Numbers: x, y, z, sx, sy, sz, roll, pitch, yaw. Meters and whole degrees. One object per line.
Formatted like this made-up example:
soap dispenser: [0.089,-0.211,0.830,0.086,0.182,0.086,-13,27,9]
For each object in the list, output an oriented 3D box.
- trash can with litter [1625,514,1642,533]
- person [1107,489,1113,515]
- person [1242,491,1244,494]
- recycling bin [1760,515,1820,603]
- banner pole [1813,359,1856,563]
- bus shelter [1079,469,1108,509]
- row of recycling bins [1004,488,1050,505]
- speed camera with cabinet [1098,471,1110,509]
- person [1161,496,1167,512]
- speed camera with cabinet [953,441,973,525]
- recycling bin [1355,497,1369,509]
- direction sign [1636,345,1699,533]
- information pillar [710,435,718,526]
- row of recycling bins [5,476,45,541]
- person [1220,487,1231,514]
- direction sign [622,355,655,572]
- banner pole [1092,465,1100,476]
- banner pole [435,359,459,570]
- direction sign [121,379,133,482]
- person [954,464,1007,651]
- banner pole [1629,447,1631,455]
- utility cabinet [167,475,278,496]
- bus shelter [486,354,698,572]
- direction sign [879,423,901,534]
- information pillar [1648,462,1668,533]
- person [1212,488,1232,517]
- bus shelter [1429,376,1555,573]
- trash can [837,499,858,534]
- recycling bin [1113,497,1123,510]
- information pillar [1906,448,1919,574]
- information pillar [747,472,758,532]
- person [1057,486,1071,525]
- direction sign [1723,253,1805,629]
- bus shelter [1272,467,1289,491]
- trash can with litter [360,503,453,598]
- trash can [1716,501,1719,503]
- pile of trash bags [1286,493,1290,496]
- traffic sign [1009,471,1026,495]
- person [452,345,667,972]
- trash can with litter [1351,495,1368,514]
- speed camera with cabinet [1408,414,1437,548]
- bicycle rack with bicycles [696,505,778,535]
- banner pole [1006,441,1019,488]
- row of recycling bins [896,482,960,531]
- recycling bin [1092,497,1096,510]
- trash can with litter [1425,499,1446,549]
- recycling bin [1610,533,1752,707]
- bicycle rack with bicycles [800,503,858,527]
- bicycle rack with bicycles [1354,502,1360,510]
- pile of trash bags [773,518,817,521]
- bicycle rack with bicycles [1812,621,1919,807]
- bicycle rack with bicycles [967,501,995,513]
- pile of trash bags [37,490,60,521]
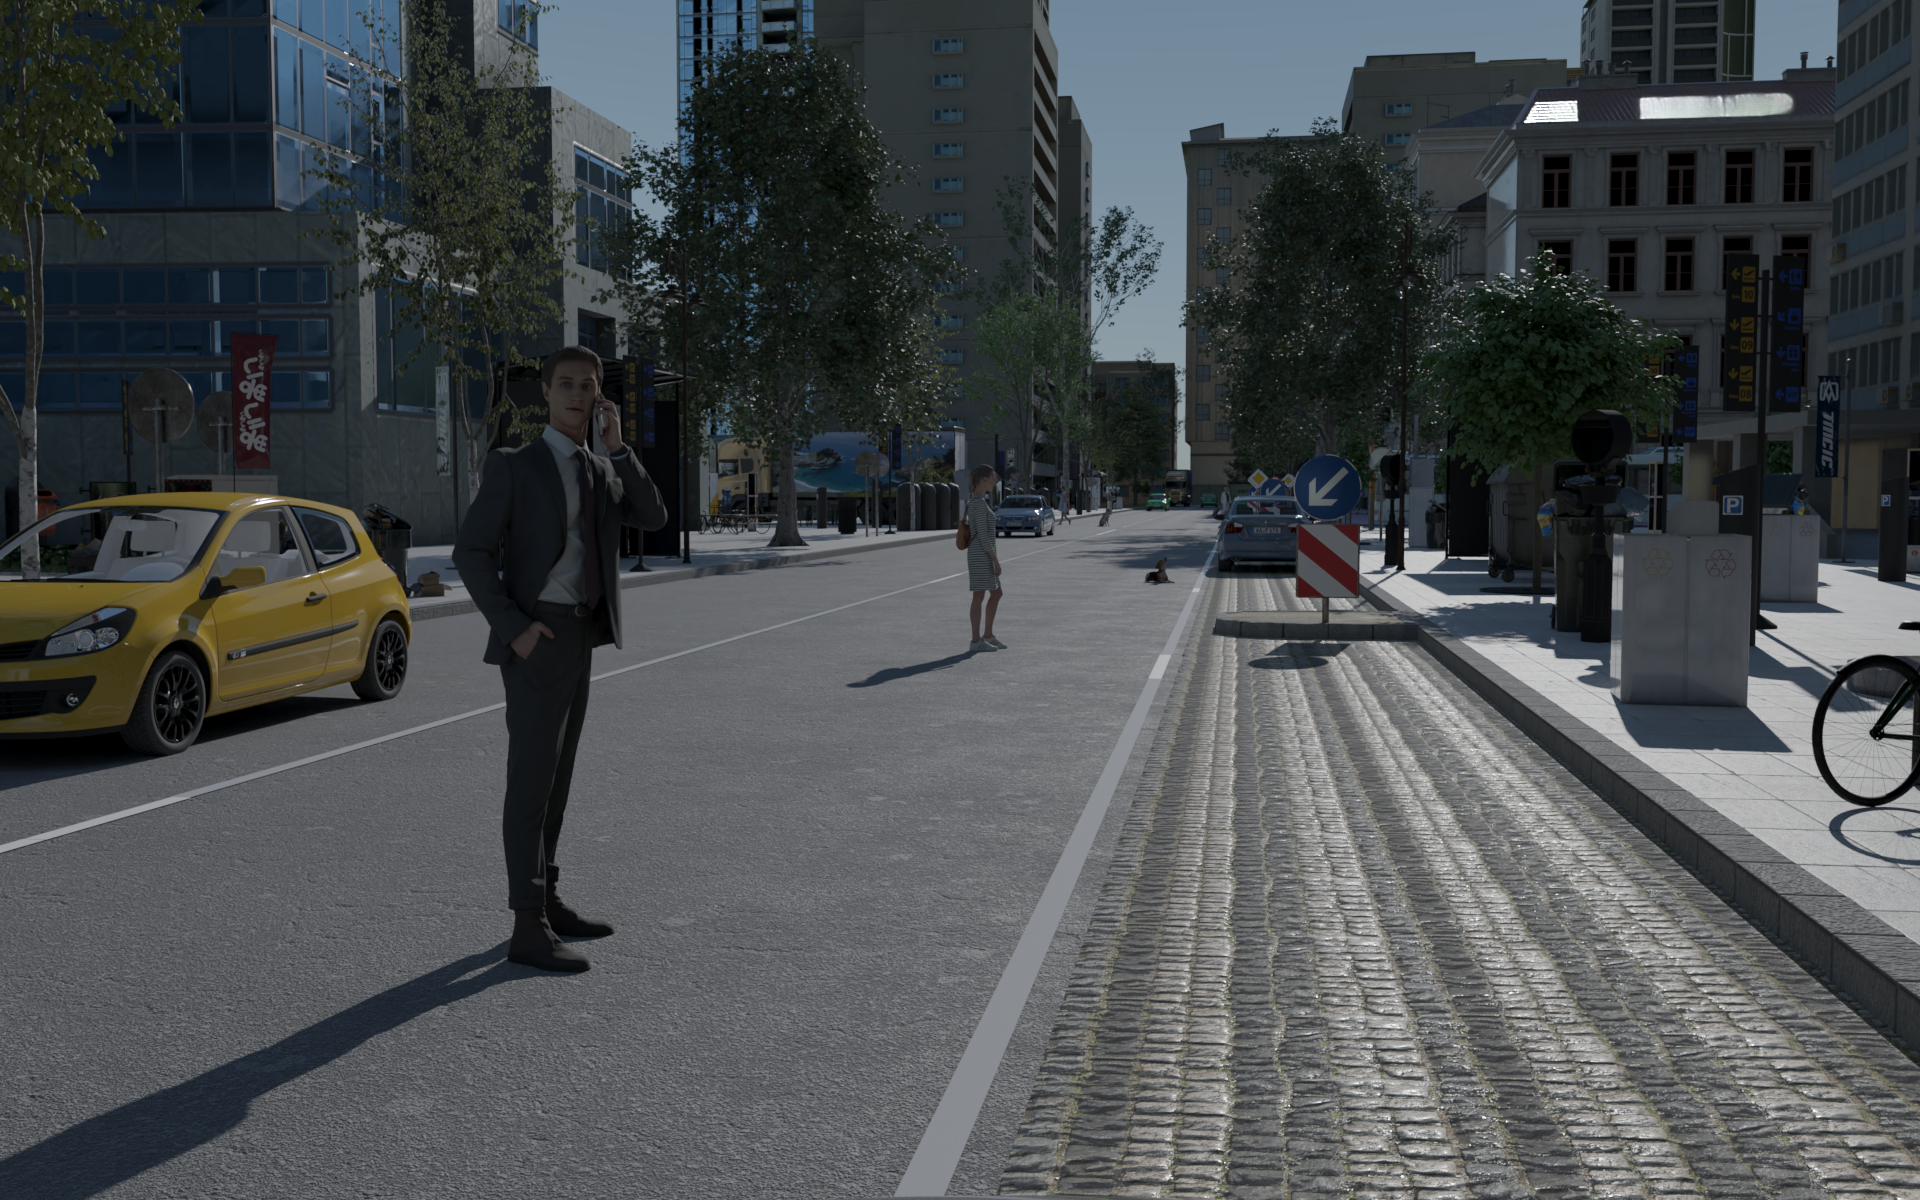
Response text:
trash can with litter: [12.169,-1.284,32.374,1.055,1.170,0.624,-2,4,-32]
person: [10.346,-6.747,119.366,0.362,1.759,0.519,2,4,26]
person: [31.296,-11.131,191.206,0.721,1.735,1.217,2,4,25]
recycling bin: [9.806,-0.505,20.806,0.722,1.027,0.722,0,4,1]
banner pole: [16.287,-2.582,32.233,0.863,3.779,0.401,0,4,-7]
bus shelter: [11.118,-9.183,144.069,2.014,3.302,5.546,1,4,9]
row of recycling bins: [4.317,-6.619,115.331,3.534,1.692,1.069,-1,4,-20]
speed camera with cabinet: [11.821,-9.351,147.217,2.038,3.252,0.660,1,4,13]
person: [16.490,-7.780,139.950,0.590,1.304,0.306,-3,4,-36]
speed camera with cabinet: [-0.028,-4.341,65.307,0.660,3.252,2.038,0,4,-5]
recycling bin: [34.191,-8.223,146.992,0.722,1.027,0.722,-2,4,-25]
direction sign: [10.801,-2.111,26.510,0.876,3.537,0.379,1,4,12]
information pillar: [-9.753,-4.726,68.617,0.183,3.616,0.504,-3,5,-39]
row of recycling bins: [-22.344,-1.926,38.595,3.534,1.692,1.069,-2,4,-24]
person: [15.317,-5.604,100.004,0.514,1.842,0.818,-3,5,-43]
direction sign: [-5.293,-2.239,28.612,0.379,3.537,0.876,1,4,23]
banner pole: [11.830,-9.798,150.209,0.863,3.779,0.401,2,4,24]
banner pole: [-8.761,-2.424,29.654,0.401,3.779,0.863,-3,5,-45]
direction sign: [-16.571,-2.601,34.528,0.379,3.537,0.876,-1,4,-16]
person: [0.204,-0.386,15.807,0.522,1.701,0.512,0,4,-7]
banner pole: [30.117,-5.404,78.373,0.863,3.779,0.401,-1,4,-21]
utility cabinet: [-8.557,-0.701,20.145,0.318,1.500,1.173,3,5,41]
bus shelter: [-6.559,-2.467,31.619,1.731,3.624,6.357,1,4,9]
direction sign: [-2.245,-3.882,55.465,0.876,3.537,0.379,2,4,34]
information pillar: [16.039,-2.160,39.812,0.304,2.012,0.304,0,4,-7]
person: [16.634,-6.163,109.474,1.509,1.804,0.699,-1,4,-15]
bus shelter: [9.609,-2.434,31.084,1.731,3.624,6.357,1,4,9]
trash can: [-3.612,-2.684,55.541,0.748,1.137,0.748,0,3,0]
recycling bin: [12.990,-7.999,143.339,0.722,1.027,0.722,-1,4,-18]
information pillar: [15.436,-1.435,27.946,0.304,2.012,0.304,2,4,32]
information pillar: [-7.055,-3.329,58.920,0.304,2.012,0.304,0,4,4]
person: [4.850,-4.388,80.344,0.778,1.811,0.616,2,4,35]
direction sign: [7.628,-1.498,16.493,0.876,3.537,0.379,-1,4,-17]
bus shelter: [25.310,-8.946,137.556,1.731,3.624,6.357,1,4,9]
trash can with litter: [-6.946,-0.626,21.625,1.055,1.170,0.624,-3,5,-43]
trash can: [15.859,-1.455,35.436,0.748,1.137,0.748,0,3,0]
pile of trash bags: [20.696,-6.055,108.744,1.912,1.369,3.447,0,4,6]
traffic sign: [2.542,-4.474,76.784,0.795,2.450,0.064,1,4,9]
person: [-1.238,0.145,5.490,0.474,1.900,0.648,1,4,21]
trash can with litter: [25.213,-6.050,109.974,2.233,1.210,1.678,1,4,23]
speed camera with cabinet: [11.282,-2.930,42.234,0.660,3.252,2.038,1,4,16]
bicycle rack with bicycles: [-7.292,-2.590,55.736,2.852,0.926,2.925,3,5,43]
banner pole: [2.536,-5.629,82.044,0.863,3.779,0.401,-3,4,-36]
row of recycling bins: [-1.064,-3.337,61.673,1.069,1.692,3.534,2,4,31]
recycling bin: [10.417,-7.713,138.654,0.722,1.027,0.722,-1,4,-18]
trash can with litter: [11.371,-1.773,40.373,1.055,1.170,0.624,1,4,18]
recycling bin: [4.483,0.107,10.809,0.722,1.027,0.722,1,4,15]
bicycle rack with bicycles: [-5.332,-3.403,69.015,2.852,0.926,2.925,0,4,-4]
bicycle rack with bicycles: [31.514,-7.739,139.910,2.852,0.926,2.925,-3,5,-41]
pile of trash bags: [-7.583,-4.539,83.967,1.912,1.369,3.447,2,4,31]
bicycle rack with bicycles: [4.896,0.401,6.829,2.925,0.926,2.852,0,4,4]
bicycle rack with bicycles: [1.413,-4.738,90.847,2.925,0.926,2.852,1,4,23]
pile of trash bags: [-19.602,-1.489,34.092,3.447,1.369,1.912,-3,5,-43]
